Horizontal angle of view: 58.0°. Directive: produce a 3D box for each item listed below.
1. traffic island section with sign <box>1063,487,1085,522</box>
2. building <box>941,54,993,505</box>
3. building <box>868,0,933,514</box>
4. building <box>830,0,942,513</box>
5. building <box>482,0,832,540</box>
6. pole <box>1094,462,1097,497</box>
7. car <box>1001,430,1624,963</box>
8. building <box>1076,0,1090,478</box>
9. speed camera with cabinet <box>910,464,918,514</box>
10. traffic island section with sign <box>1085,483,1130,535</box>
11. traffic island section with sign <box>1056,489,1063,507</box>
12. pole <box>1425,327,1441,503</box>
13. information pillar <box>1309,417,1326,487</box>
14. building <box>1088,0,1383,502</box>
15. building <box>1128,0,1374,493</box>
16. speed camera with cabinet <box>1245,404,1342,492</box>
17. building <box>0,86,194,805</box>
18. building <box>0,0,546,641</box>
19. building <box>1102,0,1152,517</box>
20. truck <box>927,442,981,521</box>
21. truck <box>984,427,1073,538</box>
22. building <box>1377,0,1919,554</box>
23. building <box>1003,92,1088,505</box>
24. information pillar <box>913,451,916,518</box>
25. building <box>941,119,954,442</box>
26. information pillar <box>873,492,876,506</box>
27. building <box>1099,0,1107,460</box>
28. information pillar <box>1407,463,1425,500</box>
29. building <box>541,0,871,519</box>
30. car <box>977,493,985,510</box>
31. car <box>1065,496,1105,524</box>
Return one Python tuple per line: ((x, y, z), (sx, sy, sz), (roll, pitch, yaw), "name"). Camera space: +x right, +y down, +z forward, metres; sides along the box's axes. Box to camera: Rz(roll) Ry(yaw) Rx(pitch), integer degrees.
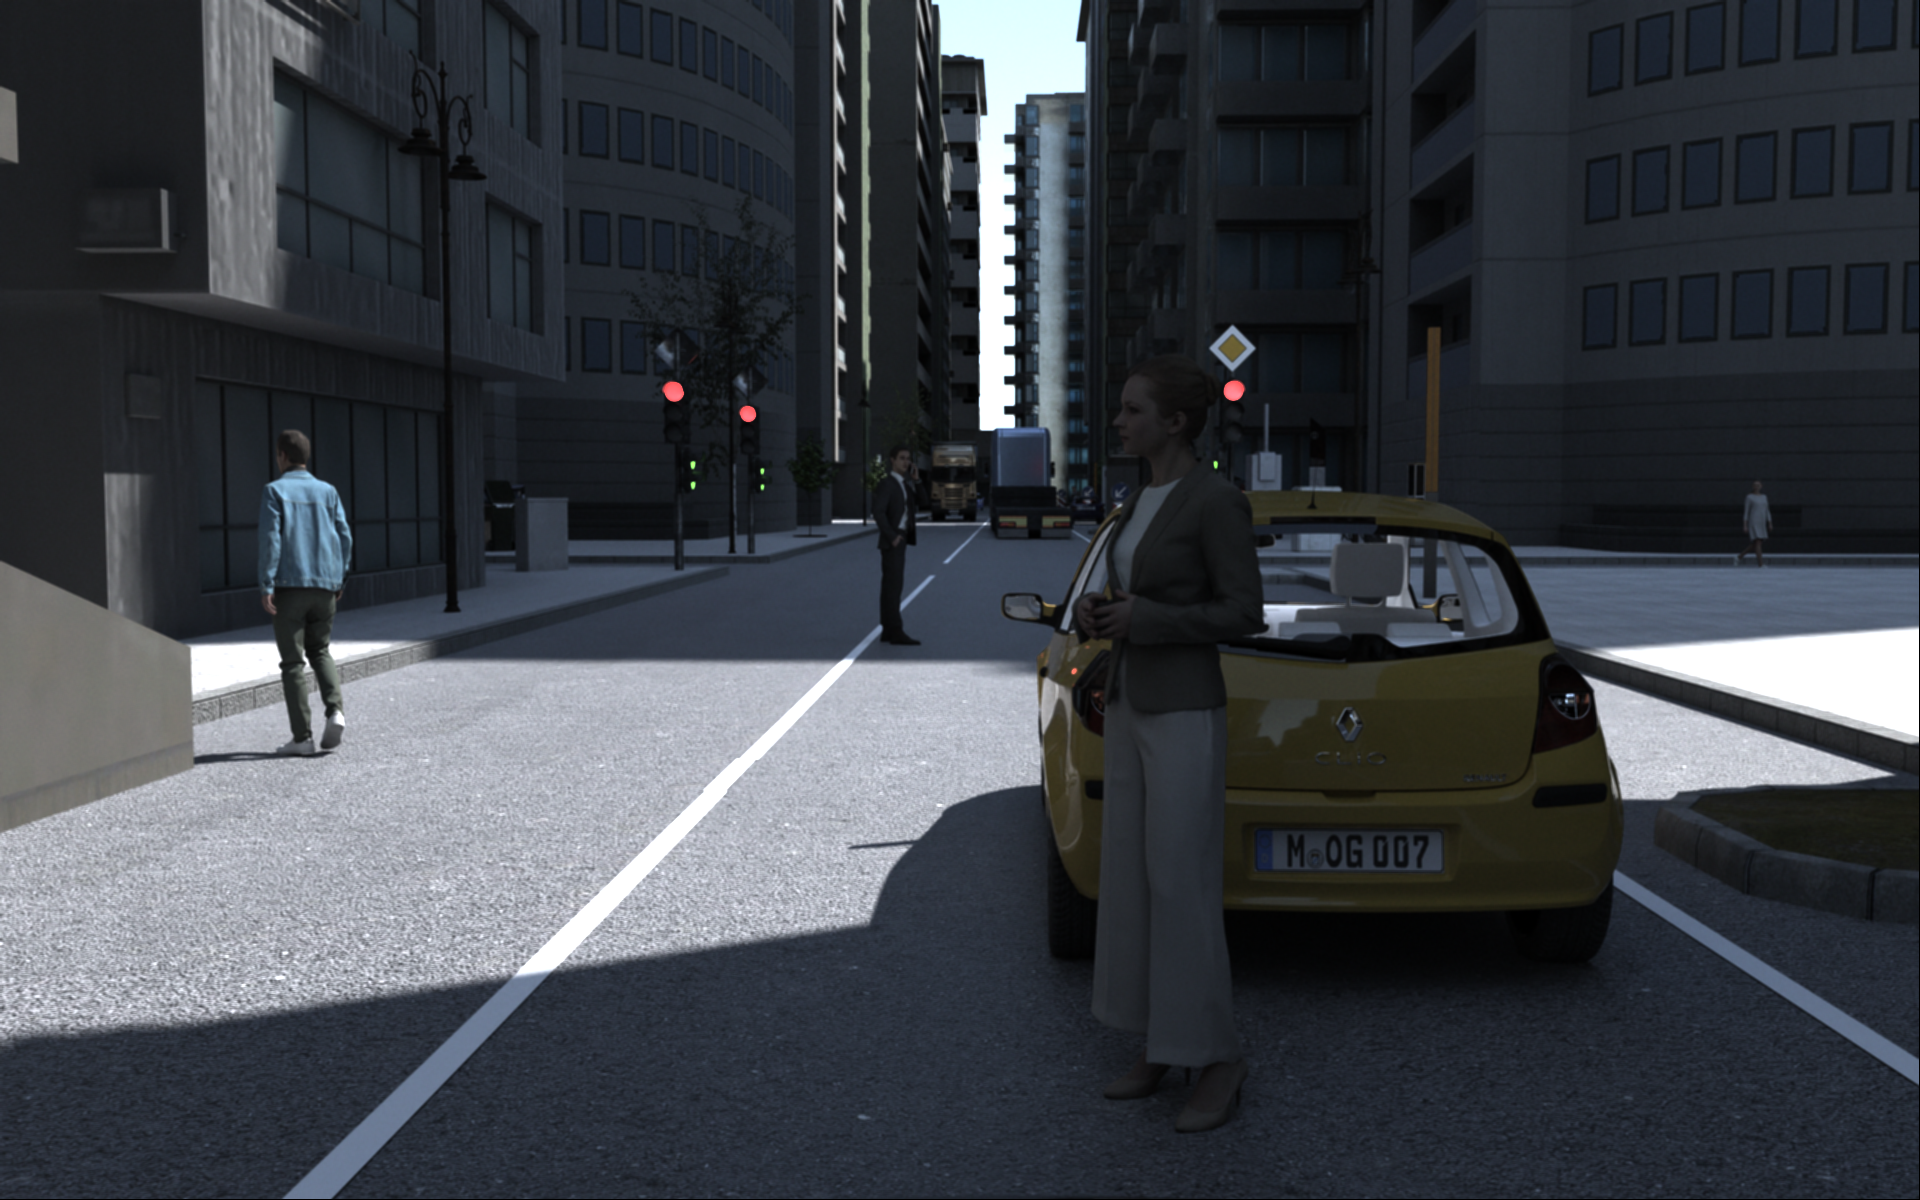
((6.435, -4.899, 88.725), (1.989, 1.847, 2.006), (0, 4, 2), "traffic island section with sign")
((-8.439, -37.940, 209.559), (27.495, 52.752, 28.713), (0, 4, 2), "building")
((-13.101, -30.518, 122.665), (21.300, 48.544, 21.600), (0, 4, 2), "building")
((-8.786, -27.950, 140.570), (14.154, 41.232, 14.086), (0, 4, 2), "building")
((-16.388, -31.587, 58.448), (21.231, 58.520, 28.212), (0, 4, 2), "building")
((8.707, -7.189, 111.383), (0.158, 3.312, 0.155), (0, 3, 0), "pole")
((1.161, 0.212, 6.751), (2.015, 1.641, 3.980), (0, 4, 2), "car")
((26.333, -35.702, 172.972), (28.713, 52.752, 27.495), (0, 4, 2), "building")
((-3.536, -7.196, 111.992), (2.038, 3.252, 0.660), (-1, 4, -14), "speed camera with cabinet")
((5.577, -3.251, 61.783), (1.989, 1.847, 2.006), (0, 4, 2), "traffic island section with sign")
((8.916, -9.676, 166.829), (1.989, 1.847, 2.006), (0, 4, 2), "traffic island section with sign")
((5.805, -1.680, 21.311), (0.158, 3.312, 0.155), (0, 3, 0), "pole")
((10.834, -3.743, 52.556), (0.504, 3.616, 0.183), (2, 4, 23), "information pillar")
((21.336, -36.865, 144.750), (21.231, 58.520, 28.212), (0, 4, 2), "building")
((18.590, -27.622, 71.226), (23.786, 49.044, 30.456), (0, 4, 2), "building")
((7.379, -2.691, 38.326), (2.038, 3.252, 0.660), (0, 4, -7), "speed camera with cabinet")
((-20.325, -18.931, 1.409), (32.217, 40.220, 23.993), (0, 4, 2), "building")
((-12.644, -20.560, 19.748), (14.086, 41.232, 14.154), (0, 4, 2), "building")
((15.367, -20.210, 102.135), (14.160, 30.474, 14.107), (0, 4, 2), "building")
((-0.314, -6.467, 94.649), (2.839, 4.237, 11.283), (0, 3, 0), "truck")
((2.423, -4.545, 64.064), (2.967, 4.110, 18.799), (0, 4, 0), "truck")
((26.833, -30.749, 44.753), (28.212, 58.520, 21.231), (0, 4, 2), "building")
((20.437, -35.869, 206.071), (30.456, 49.044, 23.786), (0, 4, 2), "building")
((-2.514, -6.281, 94.057), (0.183, 3.616, 0.504), (0, 4, 3), "information pillar")
((-12.755, -29.393, 172.454), (23.993, 40.220, 32.217), (0, 4, 2), "building")
((-4.380, -5.285, 90.902), (0.304, 2.012, 0.304), (-1, 4, -19), "information pillar")
((17.266, -28.973, 123.822), (14.600, 45.320, 14.200), (0, 4, 2), "building")
((10.938, -2.266, 41.549), (0.304, 2.012, 0.304), (-1, 4, -22), "information pillar")
((-12.147, -24.731, 87.950), (14.154, 41.232, 14.086), (0, 4, 2), "building")
((1.209, -8.768, 152.941), (1.945, 1.707, 3.694), (0, 4, 1), "car")
((6.032, -4.321, 83.232), (1.945, 1.354, 3.894), (0, 4, 1), "car")
